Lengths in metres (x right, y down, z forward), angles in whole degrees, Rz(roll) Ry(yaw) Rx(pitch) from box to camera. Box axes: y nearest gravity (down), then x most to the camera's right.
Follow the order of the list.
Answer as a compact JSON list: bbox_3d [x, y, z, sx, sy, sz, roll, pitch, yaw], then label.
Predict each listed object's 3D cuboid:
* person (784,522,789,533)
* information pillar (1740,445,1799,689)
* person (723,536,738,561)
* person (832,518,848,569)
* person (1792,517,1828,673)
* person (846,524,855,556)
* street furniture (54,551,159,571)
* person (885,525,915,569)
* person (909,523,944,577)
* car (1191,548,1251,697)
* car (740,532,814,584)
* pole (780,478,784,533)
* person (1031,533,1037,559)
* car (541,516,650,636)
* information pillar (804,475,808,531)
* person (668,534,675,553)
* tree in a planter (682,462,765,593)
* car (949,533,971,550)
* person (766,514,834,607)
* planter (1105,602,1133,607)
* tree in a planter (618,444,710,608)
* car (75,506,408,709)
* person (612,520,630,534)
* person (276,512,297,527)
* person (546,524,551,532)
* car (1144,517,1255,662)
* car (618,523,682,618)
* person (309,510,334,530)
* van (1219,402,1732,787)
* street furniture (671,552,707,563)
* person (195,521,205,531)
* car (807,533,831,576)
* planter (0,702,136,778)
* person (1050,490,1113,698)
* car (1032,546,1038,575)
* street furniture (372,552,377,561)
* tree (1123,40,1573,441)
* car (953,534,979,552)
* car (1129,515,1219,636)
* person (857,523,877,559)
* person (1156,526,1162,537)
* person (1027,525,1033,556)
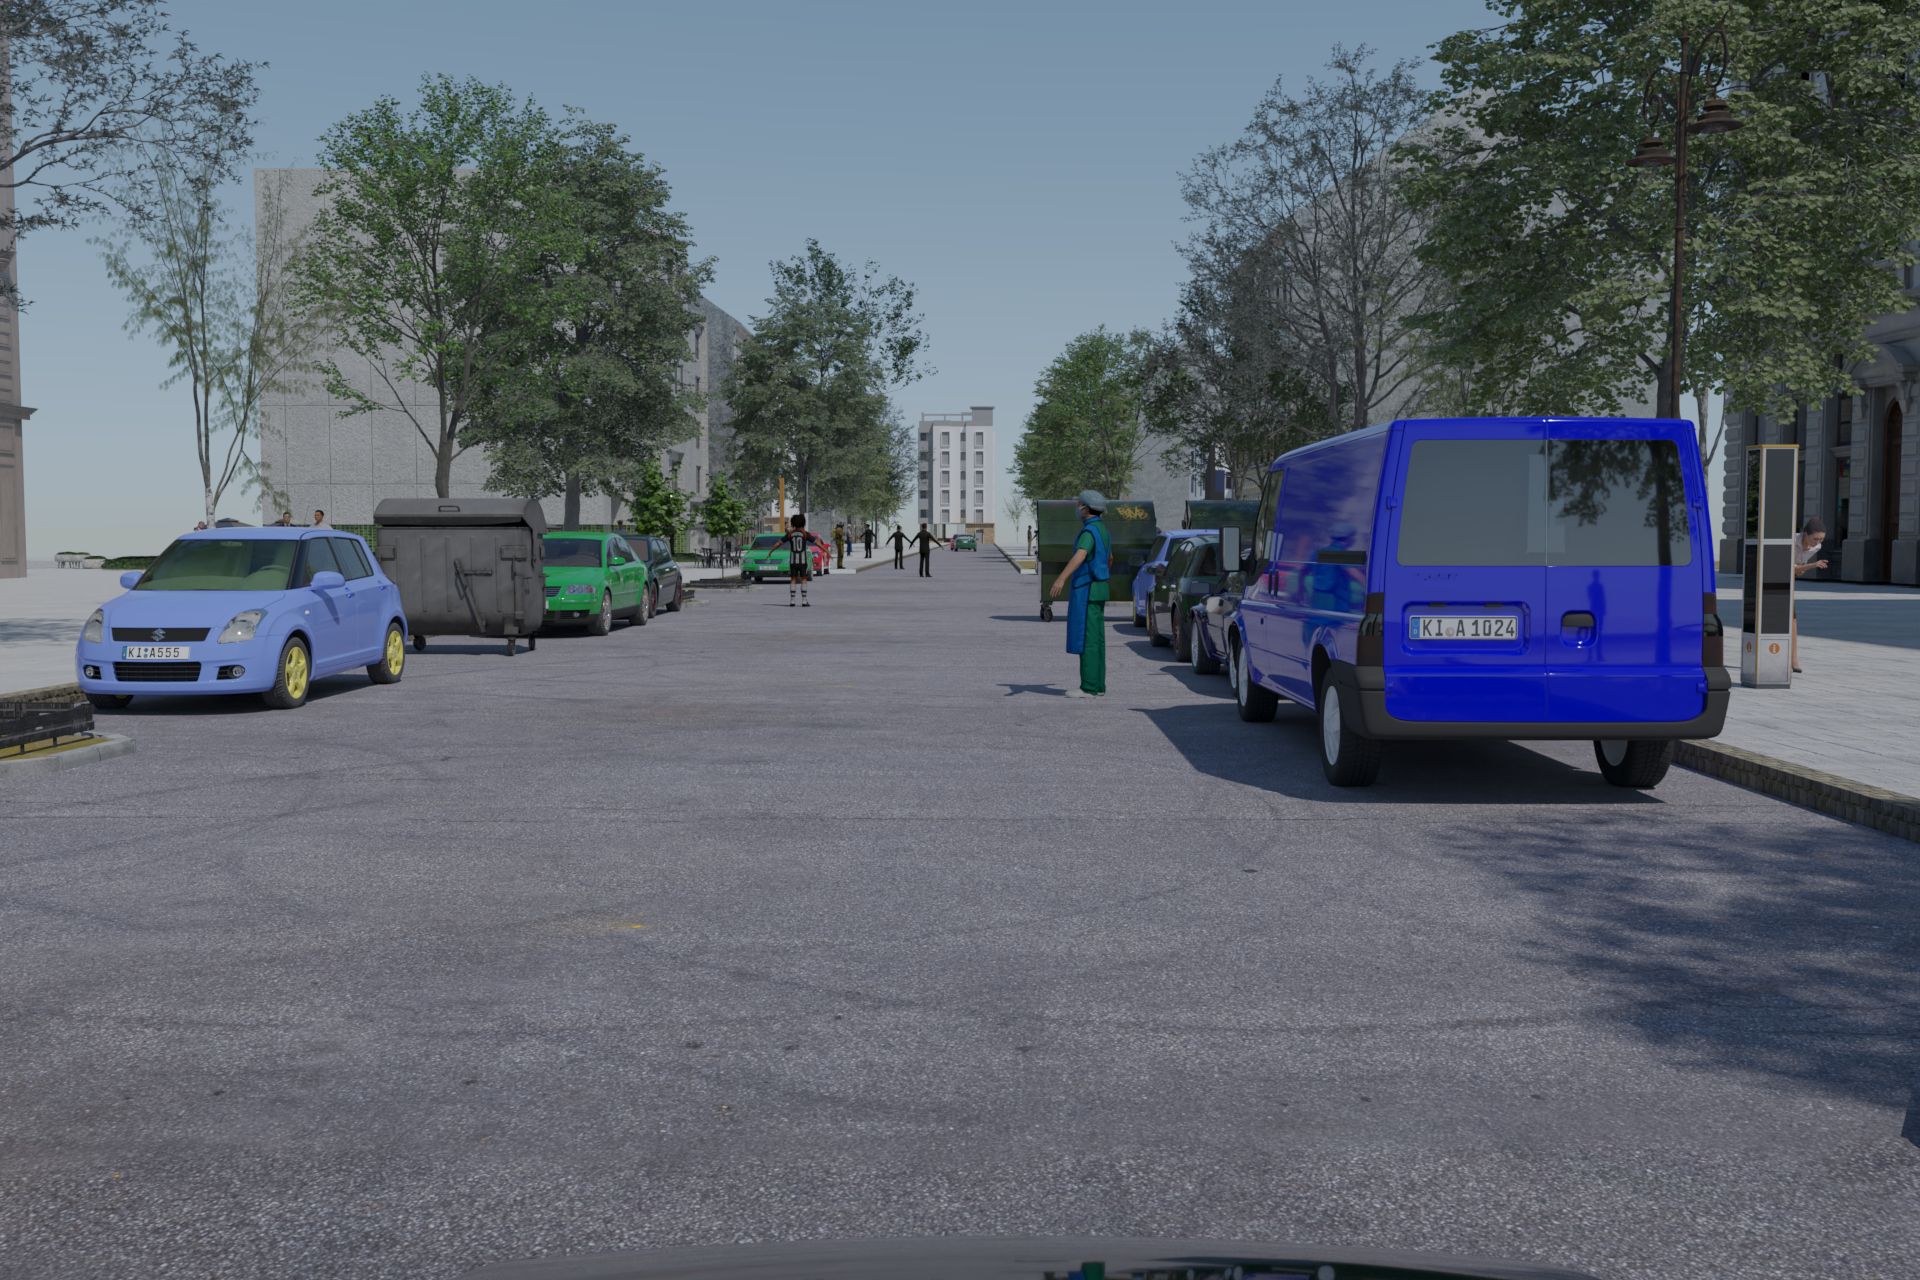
[{"bbox_3d":[-7.450,-4.192,74.682,0.704,1.812,1.346,1,4,9],"label":"person"},{"bbox_3d":[6.730,-0.607,14.414,0.304,2.012,0.304,0,4,0],"label":"information pillar"},{"bbox_3d":[-11.158,-4.740,83.630,0.705,1.813,1.348,2,4,24],"label":"person"},{"bbox_3d":[-4.365,-3.535,63.563,0.705,1.858,1.354,-1,4,-16],"label":"person"},{"bbox_3d":[7.687,-0.416,16.036,0.799,1.438,0.628,3,5,43],"label":"person"},{"bbox_3d":[-6.346,-5.728,99.511,0.705,1.847,1.347,-1,4,-20],"label":"person"},{"bbox_3d":[-29.377,-2.965,64.108,10.072,0.657,5.734,3,5,42],"label":"street furniture"},{"bbox_3d":[-2.471,-3.771,70.341,1.346,1.802,0.704,2,4,26],"label":"person"},{"bbox_3d":[-1.158,-2.984,57.476,1.346,1.802,0.704,2,4,30],"label":"person"},{"bbox_3d":[3.251,-0.242,16.531,1.945,1.354,3.894,0,4,0],"label":"car"},{"bbox_3d":[-5.387,-2.596,51.235,1.959,1.807,4.718,0,4,1],"label":"car"},{"bbox_3d":[-6.482,-4.236,63.100,0.158,3.312,0.155,0,3,0],"label":"pole"},{"bbox_3d":[4.070,-5.137,89.959,0.705,1.833,1.349,2,4,29],"label":"person"},{"bbox_3d":[-5.819,-1.037,25.758,1.959,1.807,4.718,0,4,1],"label":"car"},{"bbox_3d":[-6.095,-4.733,68.734,0.183,3.616,0.504,0,4,1],"label":"information pillar"},{"bbox_3d":[-14.997,-5.080,89.775,0.721,1.740,1.216,0,4,0],"label":"person"},{"bbox_3d":[-5.934,-2.813,43.210,1.991,3.239,1.994,0,4,1],"label":"tree in a planter"},{"bbox_3d":[0.081,-8.785,152.679,2.155,1.783,4.494,0,4,1],"label":"car"},{"bbox_3d":[-3.169,-1.559,34.088,1.345,1.843,0.704,0,4,5],"label":"person"},{"bbox_3d":[3.652,-0.849,35.019,1.991,0.319,1.994,0,4,1],"label":"planter"},{"bbox_3d":[-6.060,-2.281,34.513,1.991,3.239,1.994,0,4,2],"label":"tree in a planter"},{"bbox_3d":[-6.253,-0.350,15.313,1.945,1.707,3.694,0,4,1],"label":"car"},{"bbox_3d":[-11.706,-3.262,59.801,1.216,1.778,0.721,-1,4,-20],"label":"person"},{"bbox_3d":[-16.159,-2.177,41.637,1.345,1.823,0.704,-2,4,-27],"label":"person"},{"bbox_3d":[-15.212,-3.476,63.301,1.216,1.772,0.721,-1,4,-10],"label":"person"},{"bbox_3d":[3.277,-0.675,20.822,2.009,1.686,4.222,0,4,0],"label":"car"},{"bbox_3d":[-6.034,-1.275,30.636,2.009,1.686,4.222,0,4,1],"label":"car"},{"bbox_3d":[-14.016,-1.941,37.884,1.344,1.810,0.704,1,4,10],"label":"person"},{"bbox_3d":[3.053,-0.433,11.457,2.240,2.365,5.245,0,4,0],"label":"van"},{"bbox_3d":[-15.983,-3.696,76.061,10.072,0.657,5.734,-3,4,-37],"label":"street furniture"},{"bbox_3d":[-21.301,-2.518,48.682,0.593,1.643,0.415,3,5,44],"label":"person"},{"bbox_3d":[-5.524,-3.123,60.108,2.155,1.783,4.494,0,4,1],"label":"car"},{"bbox_3d":[-6.412,0.627,10.893,1.991,0.319,1.994,0,4,2],"label":"planter"},{"bbox_3d":[1.116,-0.406,15.221,0.704,1.817,1.347,1,4,22],"label":"person"},{"bbox_3d":[3.660,-3.066,62.490,2.083,1.381,4.827,0,4,1],"label":"car"},{"bbox_3d":[-25.350,-3.711,76.299,5.734,0.657,10.072,0,4,-3],"label":"street furniture"},{"bbox_3d":[9.690,-8.098,42.771,12.009,13.543,11.850,0,3,0],"label":"tree"},{"bbox_3d":[0.465,-7.944,141.689,2.131,1.459,4.920,0,4,1],"label":"car"},{"bbox_3d":[3.489,-0.978,25.579,1.945,1.707,3.694,0,4,1],"label":"car"},{"bbox_3d":[-4.839,-5.197,90.906,1.347,1.837,0.705,-3,5,-44],"label":"person"},{"bbox_3d":[5.560,-2.731,50.483,1.345,1.849,0.704,-1,4,-21],"label":"person"},{"bbox_3d":[4.044,-5.723,99.845,0.705,1.796,1.348,0,4,2],"label":"person"}]
